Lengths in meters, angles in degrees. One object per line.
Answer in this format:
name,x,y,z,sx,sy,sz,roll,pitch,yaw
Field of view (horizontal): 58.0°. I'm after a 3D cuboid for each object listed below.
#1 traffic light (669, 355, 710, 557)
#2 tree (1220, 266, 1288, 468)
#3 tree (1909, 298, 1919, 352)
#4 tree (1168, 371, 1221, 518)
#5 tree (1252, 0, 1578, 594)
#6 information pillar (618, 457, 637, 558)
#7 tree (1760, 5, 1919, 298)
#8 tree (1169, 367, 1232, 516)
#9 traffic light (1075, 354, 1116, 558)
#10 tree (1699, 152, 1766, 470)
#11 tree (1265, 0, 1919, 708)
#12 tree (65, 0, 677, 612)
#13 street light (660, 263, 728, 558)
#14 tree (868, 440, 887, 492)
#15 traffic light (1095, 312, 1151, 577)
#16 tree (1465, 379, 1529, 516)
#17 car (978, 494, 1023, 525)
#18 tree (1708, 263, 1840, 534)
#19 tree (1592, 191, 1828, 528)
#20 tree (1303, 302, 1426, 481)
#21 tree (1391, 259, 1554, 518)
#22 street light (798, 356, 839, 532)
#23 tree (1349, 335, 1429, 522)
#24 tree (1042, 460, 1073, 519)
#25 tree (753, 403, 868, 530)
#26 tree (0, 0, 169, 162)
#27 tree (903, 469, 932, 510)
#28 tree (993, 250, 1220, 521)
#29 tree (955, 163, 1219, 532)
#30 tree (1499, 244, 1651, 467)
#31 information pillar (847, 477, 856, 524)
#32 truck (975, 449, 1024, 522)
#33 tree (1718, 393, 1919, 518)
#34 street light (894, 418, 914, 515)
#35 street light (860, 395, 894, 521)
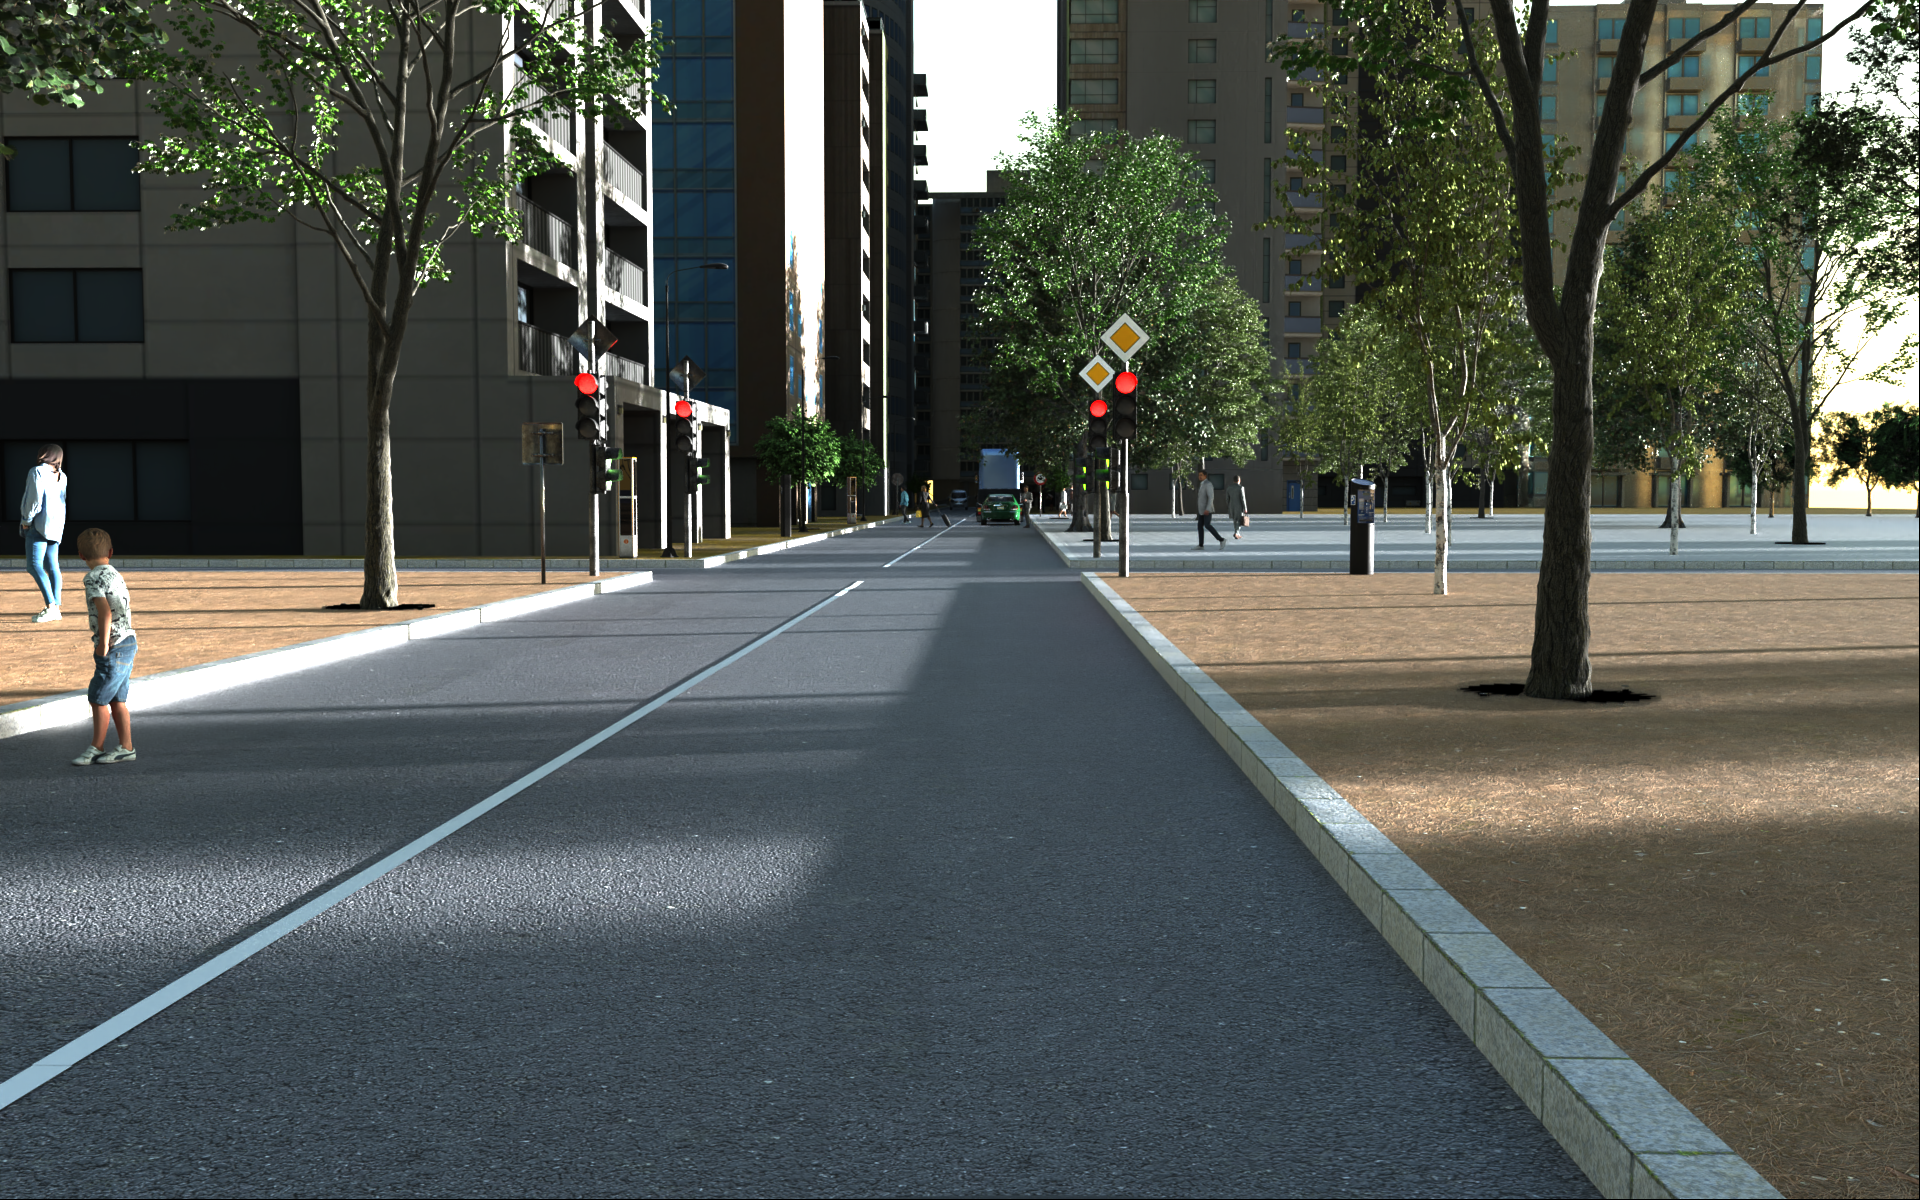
traffic light,-5.511,-2.823,35.074,0.839,4.253,0.868,0,4,2
tree,12.194,-10.179,84.549,7.486,12.596,7.792,0,3,0
tree,31.136,-6.271,52.888,4.360,8.622,3.978,0,3,0
tree,11.804,-8.771,93.766,4.360,8.622,3.978,0,3,0
tree,6.005,-4.369,21.789,4.737,8.622,4.395,0,3,0
information pillar,-6.639,-1.841,34.592,0.304,2.012,0.304,0,4,4
tree,14.476,-5.328,21.527,8.767,10.594,7.601,2,4,29
tree,13.023,-10.343,103.521,8.767,10.594,7.601,-3,5,-42
traffic light,2.747,-2.810,34.867,0.839,4.253,0.868,0,4,2
tree,14.877,-5.260,36.369,4.737,8.622,4.395,0,3,0
tree,3.715,-5.182,10.489,9.928,11.665,9.643,0,3,0
tree,-6.328,-5.708,19.086,9.928,11.665,9.643,0,3,0
street light,-5.357,-3.818,34.960,1.470,5.913,1.316,0,4,2
tree,-5.402,-6.367,87.821,4.285,4.588,4.351,0,3,0
traffic light,2.531,-2.322,26.884,0.839,4.253,0.868,0,4,2
tree,31.958,-9.375,103.640,4.360,8.622,3.978,0,3,0
car,1.899,-4.233,81.010,2.131,1.459,4.920,0,4,1
tree,25.723,-6.421,55.349,4.360,8.622,3.978,0,3,0
tree,27.164,-9.079,65.450,9.611,12.733,9.660,0,3,0
tree,24.080,-11.274,102.449,7.486,12.596,7.792,0,3,0
tree,27.607,-11.049,91.017,12.009,13.543,11.850,0,3,0
street light,-4.757,-5.254,58.440,1.470,5.913,1.316,0,4,2
tree,19.628,-7.875,79.112,4.360,8.622,3.978,0,3,0
tree,4.991,-5.799,89.417,1.663,3.219,1.824,0,3,0
tree,-5.834,-4.841,62.861,4.285,4.588,4.351,0,3,0
tree,-7.056,-6.189,7.852,9.857,13.997,8.962,0,3,0
tree,-3.461,-8.677,136.470,1.663,3.219,1.824,0,3,0
tree,5.241,-9.393,71.703,7.486,12.596,7.792,0,3,0
tree,4.243,-8.666,58.705,9.611,12.733,9.660,0,3,0
tree,28.582,-9.829,78.838,7.486,12.596,7.792,0,3,0
information pillar,-4.645,-4.266,74.241,0.304,2.012,0.304,-2,4,-31
truck,2.210,-6.566,97.106,2.967,4.110,18.799,0,4,1
tree,51.604,-8.211,97.150,20.602,7.101,11.467,-3,5,-44
street light,-3.466,-8.132,105.505,1.470,5.913,1.316,0,4,2
street light,-4.022,-6.678,81.721,1.470,5.913,1.316,0,4,2
